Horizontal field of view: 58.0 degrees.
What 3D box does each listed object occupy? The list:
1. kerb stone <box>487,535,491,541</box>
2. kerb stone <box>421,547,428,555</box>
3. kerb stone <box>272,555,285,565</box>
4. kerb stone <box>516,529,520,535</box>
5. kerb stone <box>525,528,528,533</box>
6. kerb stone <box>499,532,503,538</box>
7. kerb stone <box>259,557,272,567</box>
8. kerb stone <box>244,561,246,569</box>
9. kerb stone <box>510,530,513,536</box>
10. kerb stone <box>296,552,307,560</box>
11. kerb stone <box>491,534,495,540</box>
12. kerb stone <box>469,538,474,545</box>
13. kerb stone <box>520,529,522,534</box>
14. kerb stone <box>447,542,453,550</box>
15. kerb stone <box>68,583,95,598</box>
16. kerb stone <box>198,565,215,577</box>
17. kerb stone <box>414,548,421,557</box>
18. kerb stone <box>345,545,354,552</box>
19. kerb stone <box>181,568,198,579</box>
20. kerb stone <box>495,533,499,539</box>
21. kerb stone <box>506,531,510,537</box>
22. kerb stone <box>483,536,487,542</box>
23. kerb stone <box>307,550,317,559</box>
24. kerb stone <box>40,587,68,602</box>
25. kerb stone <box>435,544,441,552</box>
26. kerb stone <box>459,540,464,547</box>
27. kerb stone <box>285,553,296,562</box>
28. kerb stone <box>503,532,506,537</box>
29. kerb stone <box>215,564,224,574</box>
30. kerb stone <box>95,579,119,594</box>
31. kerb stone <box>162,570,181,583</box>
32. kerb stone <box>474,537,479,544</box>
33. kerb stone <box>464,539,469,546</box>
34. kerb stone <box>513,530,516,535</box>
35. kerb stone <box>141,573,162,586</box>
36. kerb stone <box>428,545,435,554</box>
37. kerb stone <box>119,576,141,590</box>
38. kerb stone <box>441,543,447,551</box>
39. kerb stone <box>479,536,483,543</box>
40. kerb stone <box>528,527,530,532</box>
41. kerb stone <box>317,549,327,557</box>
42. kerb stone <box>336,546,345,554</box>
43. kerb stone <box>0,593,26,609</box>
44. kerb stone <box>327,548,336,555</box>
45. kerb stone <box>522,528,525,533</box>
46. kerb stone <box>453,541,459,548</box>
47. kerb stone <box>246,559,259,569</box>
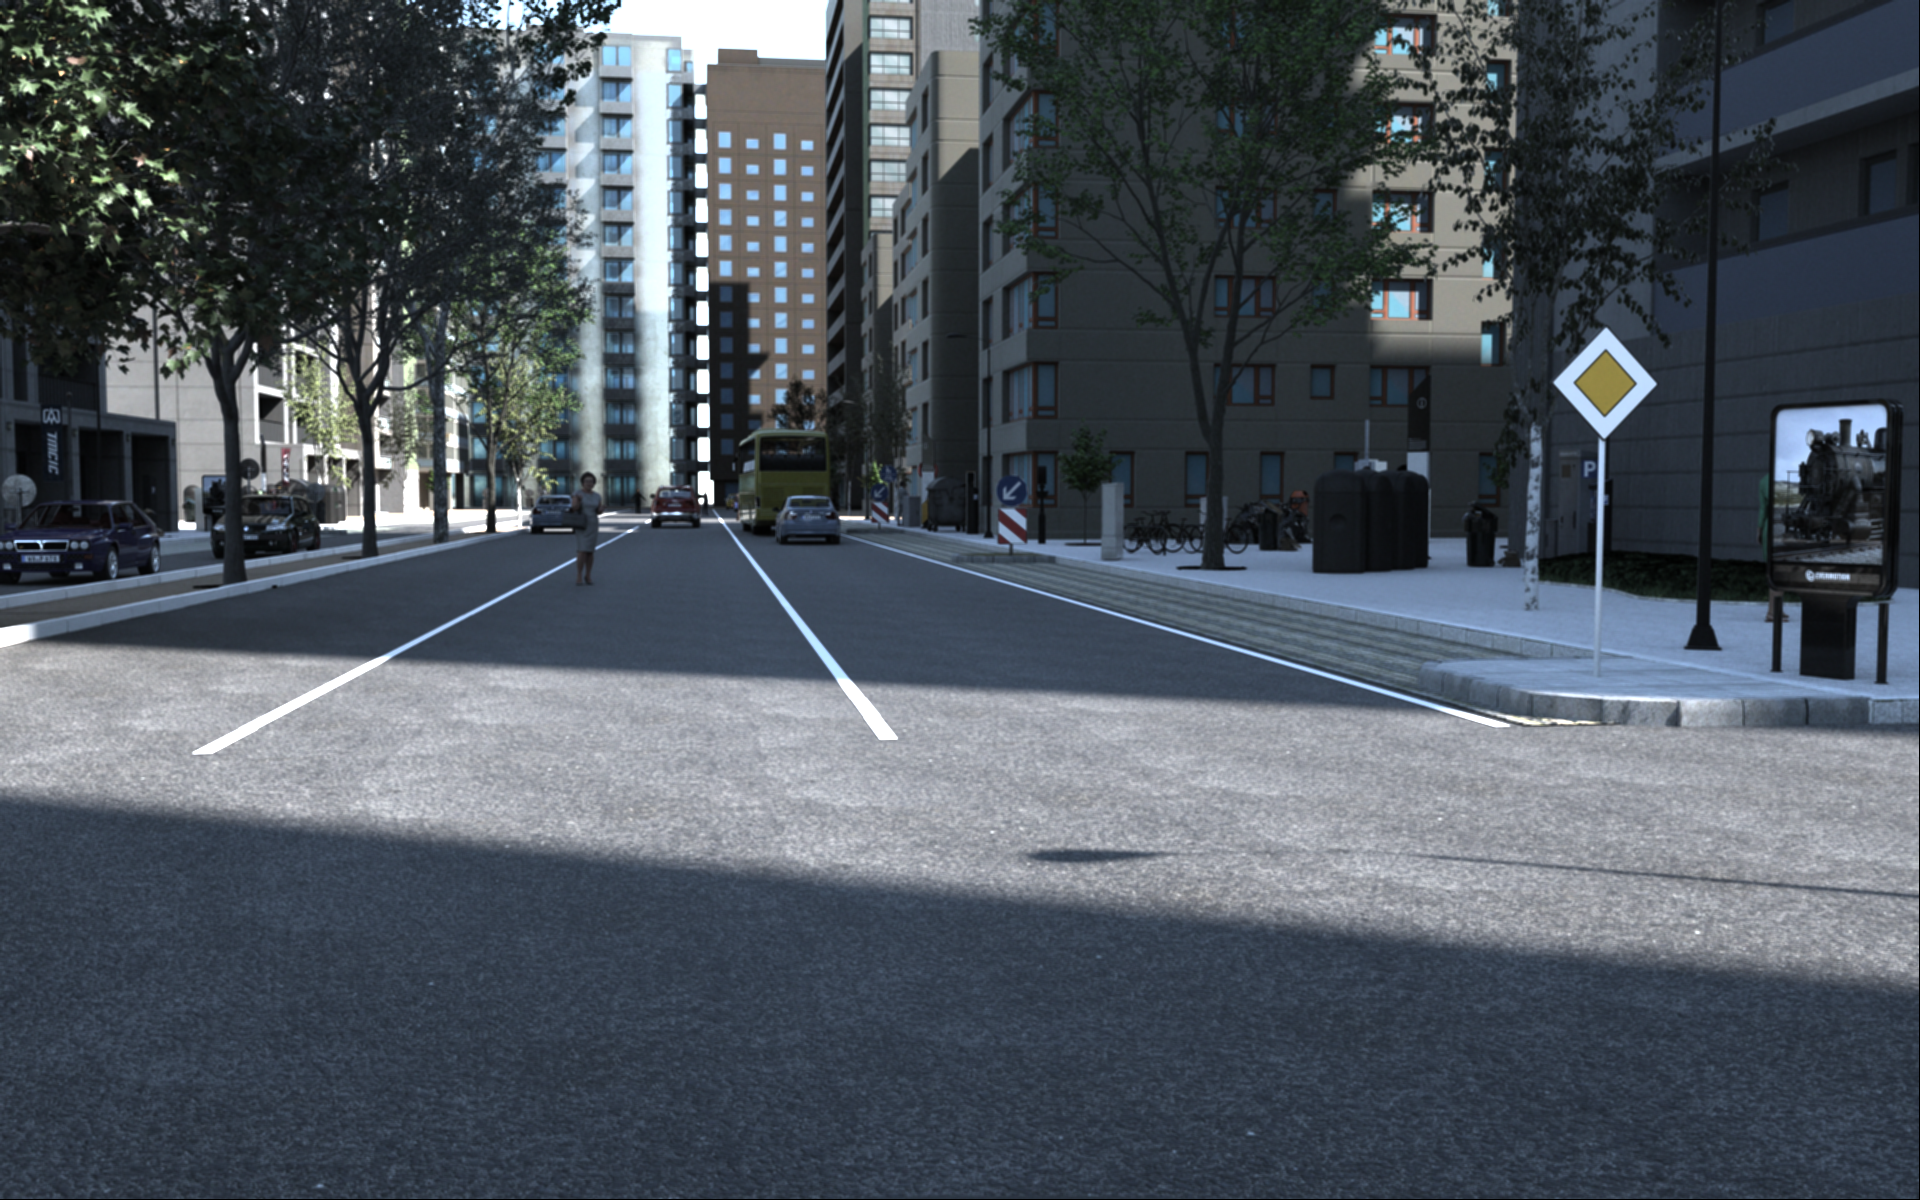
[{"bbox_3d":[-14.503,-1.873,52.825,0.120,0.150,1.000,-1,4,-8],"label":"kerb stone"},{"bbox_3d":[-12.680,-1.129,40.654,0.120,0.150,1.000,-1,4,-8],"label":"kerb stone"},{"bbox_3d":[-13.993,-0.801,35.289,0.120,0.150,1.000,-1,4,-8],"label":"kerb stone"},{"bbox_3d":[-15.701,-2.369,60.936,0.120,0.150,1.000,-1,4,-8],"label":"kerb stone"},{"bbox_3d":[-16.155,-2.555,63.969,0.120,0.150,1.000,-1,4,-8],"label":"kerb stone"},{"bbox_3d":[-14.952,-2.059,55.865,0.120,0.150,1.000,-1,4,-8],"label":"kerb stone"},{"bbox_3d":[-13.853,-0.739,34.277,0.120,0.150,1.000,-1,4,-8],"label":"kerb stone"},{"bbox_3d":[-13.540,-0.615,32.250,0.120,0.150,1.000,-1,4,-8],"label":"kerb stone"},{"bbox_3d":[-15.400,-2.245,58.906,0.120,0.150,1.000,-1,4,-8],"label":"kerb stone"},{"bbox_3d":[-14.306,-0.925,37.312,0.120,0.150,1.000,-1,4,-8],"label":"kerb stone"},{"bbox_3d":[-14.647,-1.928,53.837,0.120,0.150,1.000,-1,4,-8],"label":"kerb stone"},{"bbox_3d":[-13.890,-1.626,48.774,0.120,0.150,1.000,-1,4,-8],"label":"kerb stone"},{"bbox_3d":[-15.866,-2.431,61.945,0.120,0.150,1.000,-1,4,-8],"label":"kerb stone"},{"bbox_3d":[-13.281,-1.377,44.701,0.120,0.150,1.000,-1,4,-8],"label":"kerb stone"},{"bbox_3d":[-12.333,-0.117,24.147,0.120,0.150,1.000,-1,4,-8],"label":"kerb stone"},{"bbox_3d":[-13.242,-0.491,30.221,0.120,0.150,1.000,-1,4,-8],"label":"kerb stone"},{"bbox_3d":[-12.534,-1.067,39.642,0.120,0.150,1.000,-1,4,-8],"label":"kerb stone"},{"bbox_3d":[-15.056,-1.233,42.379,0.120,0.150,1.000,-1,4,-8],"label":"kerb stone"},{"bbox_3d":[-13.101,-0.429,29.208,0.120,0.150,1.000,-1,4,-8],"label":"kerb stone"},{"bbox_3d":[-14.799,-1.991,54.848,0.120,0.150,1.000,-1,4,-8],"label":"kerb stone"},{"bbox_3d":[-15.257,-2.183,57.893,0.120,0.150,1.000,-1,4,-8],"label":"kerb stone"},{"bbox_3d":[-14.338,-1.812,51.815,0.120,0.150,1.000,-1,4,-8],"label":"kerb stone"},{"bbox_3d":[-14.455,-0.986,38.323,0.120,0.150,1.000,-1,4,-8],"label":"kerb stone"},{"bbox_3d":[-12.188,-0.057,23.131,0.120,0.150,1.000,-1,4,-8],"label":"kerb stone"},{"bbox_3d":[-12.983,-1.252,42.676,0.120,0.150,1.000,-1,4,-8],"label":"kerb stone"},{"bbox_3d":[-13.575,-1.499,46.730,0.120,0.150,1.000,-1,4,-8],"label":"kerb stone"},{"bbox_3d":[-14.143,-0.863,36.303,0.120,0.150,1.000,-1,4,-8],"label":"kerb stone"},{"bbox_3d":[-15.107,-2.117,56.875,0.120,0.150,1.000,-1,4,-8],"label":"kerb stone"},{"bbox_3d":[-13.401,-0.553,31.231,0.120,0.150,1.000,-1,4,-8],"label":"kerb stone"},{"bbox_3d":[-12.482,-0.181,25.159,0.120,0.150,1.000,-1,4,-8],"label":"kerb stone"},{"bbox_3d":[-12.932,-0.367,28.198,0.120,0.150,1.000,-1,4,-8],"label":"kerb stone"},{"bbox_3d":[-14.039,-1.687,49.786,0.120,0.150,1.000,-1,4,-8],"label":"kerb stone"},{"bbox_3d":[-13.736,-1.561,47.750,0.120,0.150,1.000,-1,4,-8],"label":"kerb stone"},{"bbox_3d":[-15.560,-2.308,59.923,0.120,0.150,1.000,-1,4,-8],"label":"kerb stone"},{"bbox_3d":[-12.788,-0.302,27.186,0.120,0.150,1.000,-1,4,-8],"label":"kerb stone"},{"bbox_3d":[-12.828,-1.191,41.665,0.120,0.150,1.000,-1,4,-8],"label":"kerb stone"},{"bbox_3d":[-12.639,-0.238,26.169,0.120,0.150,1.000,-1,4,-8],"label":"kerb stone"},{"bbox_3d":[-13.131,-1.315,43.690,0.120,0.150,1.000,-1,4,-8],"label":"kerb stone"},{"bbox_3d":[-14.199,-1.750,50.802,0.120,0.150,1.000,-1,4,-8],"label":"kerb stone"},{"bbox_3d":[-16.316,-2.614,64.983,0.120,0.150,1.000,-1,4,-8],"label":"kerb stone"},{"bbox_3d":[-14.601,-1.048,39.335,0.120,0.150,1.000,-1,4,-8],"label":"kerb stone"},{"bbox_3d":[-14.905,-1.169,41.365,0.120,0.150,1.000,-1,4,-8],"label":"kerb stone"},{"bbox_3d":[-12.032,0.005,22.120,0.120,0.150,1.000,-1,4,-8],"label":"kerb stone"},{"bbox_3d":[-14.761,-1.110,40.345,0.120,0.150,1.000,-1,4,-8],"label":"kerb stone"},{"bbox_3d":[-16.005,-2.493,62.958,0.120,0.150,1.000,-1,4,-8],"label":"kerb stone"},{"bbox_3d":[-13.436,-1.439,45.717,0.120,0.150,1.000,-1,4,-8],"label":"kerb stone"},{"bbox_3d":[-13.702,-0.673,33.266,0.120,0.150,1.000,-1,4,-8],"label":"kerb stone"}]
